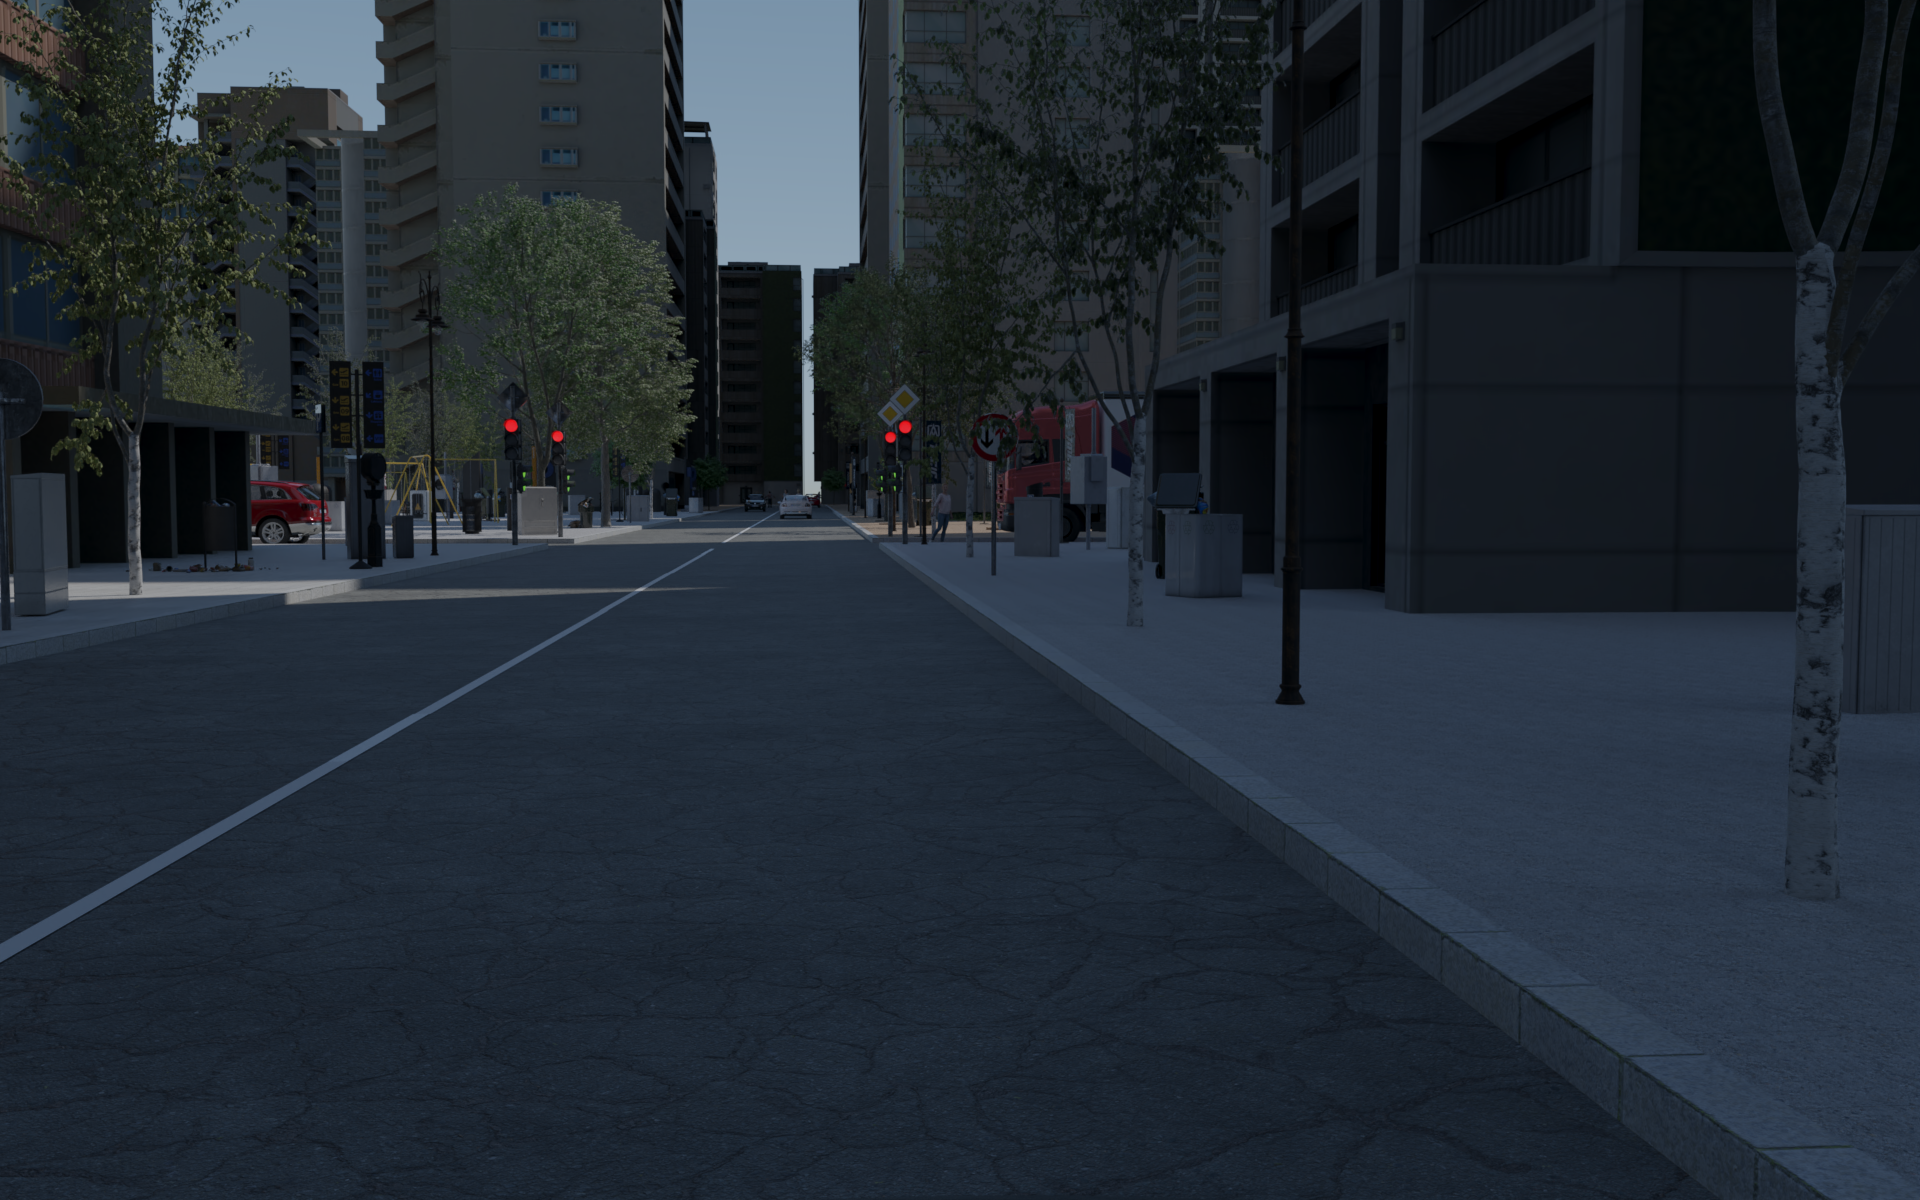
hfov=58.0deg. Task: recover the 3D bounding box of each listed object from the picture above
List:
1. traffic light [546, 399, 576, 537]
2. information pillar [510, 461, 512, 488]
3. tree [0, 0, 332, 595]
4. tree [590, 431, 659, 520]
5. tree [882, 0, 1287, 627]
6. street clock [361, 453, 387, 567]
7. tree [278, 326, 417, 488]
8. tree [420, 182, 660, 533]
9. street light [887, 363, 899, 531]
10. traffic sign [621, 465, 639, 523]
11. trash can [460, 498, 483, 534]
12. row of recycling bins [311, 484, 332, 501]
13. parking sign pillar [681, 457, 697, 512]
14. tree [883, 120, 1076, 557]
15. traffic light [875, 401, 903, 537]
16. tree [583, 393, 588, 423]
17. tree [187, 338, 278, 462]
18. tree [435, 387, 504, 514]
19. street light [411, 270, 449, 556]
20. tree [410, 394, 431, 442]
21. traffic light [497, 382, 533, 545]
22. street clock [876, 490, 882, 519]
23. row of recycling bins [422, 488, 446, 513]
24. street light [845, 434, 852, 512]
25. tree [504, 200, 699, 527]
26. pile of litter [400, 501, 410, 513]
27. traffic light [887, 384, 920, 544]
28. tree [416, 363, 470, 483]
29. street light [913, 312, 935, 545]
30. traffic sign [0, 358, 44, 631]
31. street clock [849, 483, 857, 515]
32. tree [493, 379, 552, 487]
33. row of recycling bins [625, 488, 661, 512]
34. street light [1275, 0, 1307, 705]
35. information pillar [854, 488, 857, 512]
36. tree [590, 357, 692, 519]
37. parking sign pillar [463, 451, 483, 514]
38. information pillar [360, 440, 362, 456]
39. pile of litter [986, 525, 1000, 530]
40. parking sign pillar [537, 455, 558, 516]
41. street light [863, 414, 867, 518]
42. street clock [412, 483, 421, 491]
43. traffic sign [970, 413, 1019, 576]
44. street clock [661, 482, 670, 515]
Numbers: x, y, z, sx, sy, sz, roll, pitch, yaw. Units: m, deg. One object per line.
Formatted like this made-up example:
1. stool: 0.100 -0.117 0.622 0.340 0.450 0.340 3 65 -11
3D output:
1. traffic light: -11.845 -3.816 51.316 0.839 4.253 0.868 0 4 -5
2. information pillar: -32.228 -8.131 124.304 0.183 3.616 0.504 -1 4 -21
3. tree: -10.437 -4.383 22.022 4.737 8.622 4.395 0 3 0
4. tree: -16.348 -6.182 84.782 4.285 4.588 4.351 0 3 0
5. tree: 1.596 -4.062 16.784 4.360 8.622 3.978 0 3 0
6. street clock: -10.290 -1.580 30.406 0.358 2.002 0.471 1 4 17
7. tree: -26.628 -7.653 75.488 4.360 8.622 3.978 0 3 0
8. tree: -13.805 -8.040 57.205 9.928 11.665 9.643 0 3 0
9. street light: -2.260 -5.299 59.424 0.468 5.910 1.993 0 4 -5
10. traffic sign: -14.522 -4.657 76.255 0.768 2.556 0.104 0 4 -1
11. trash can: -15.698 -2.694 55.694 0.748 1.137 0.748 0 3 0
12. row of recycling bins: -26.045 -3.863 70.279 1.069 1.692 3.534 -1 4 -17
13. parking sign pillar: -19.571 -8.400 125.814 1.447 3.967 1.447 1 4 14
14. tree: 0.269 -5.185 35.136 4.737 8.622 4.395 0 3 0
15. traffic light: -2.122 -3.869 52.176 0.839 4.253 0.868 0 4 -5
16. tree: -19.273 -9.032 98.030 4.737 8.622 4.395 0 3 0
17. tree: -34.166 -8.024 81.560 4.360 8.622 3.978 0 3 0
18. tree: -33.138 -10.023 114.244 4.737 8.622 4.395 0 3 0
19. street light: -10.970 -3.865 35.985 0.468 5.910 1.993 0 4 -5
20. tree: -35.645 -9.618 107.618 4.737 8.622 4.395 0 3 0
21. traffic light: -11.152 -3.330 43.361 0.839 4.253 0.868 0 4 -5
22. street clock: -4.232 -5.270 90.732 0.471 2.002 0.358 -1 4 -21
23. row of recycling bins: -36.768 -6.980 121.239 1.069 1.692 3.534 0 4 0
24. street light: -8.155 -9.415 126.730 0.468 5.910 1.993 0 4 -5
25. tree: -14.300 -9.146 67.658 7.486 12.596 7.792 0 3 0
26. pile of litter: -36.905 -6.234 115.887 1.719 0.858 1.176 1 4 22
27. traffic light: -1.428 -3.382 44.220 0.839 4.253 0.868 0 4 -5
28. tree: -30.007 -9.047 98.277 4.360 8.622 3.978 0 3 0
29. street light: -0.908 -4.349 43.900 0.468 5.910 1.993 0 4 -5
30. traffic sign: -8.982 -0.987 16.236 0.768 2.556 0.104 0 4 -5
31. street clock: -6.529 -6.201 105.954 0.471 2.002 0.358 0 3 0
32. tree: -26.507 -9.552 106.537 4.360 8.622 3.978 0 3 0
33. row of recycling bins: -22.793 -7.155 124.098 3.534 1.692 1.069 3 4 37
34. street light: 2.023 -2.302 10.433 0.468 5.910 1.993 0 4 -5
35. information pillar: -7.338 -7.128 121.029 0.304 2.012 0.304 0 4 5
36. tree: -16.123 -8.578 90.612 4.737 8.622 4.395 0 3 0
37. parking sign pillar: -30.915 -7.431 109.972 1.447 3.967 1.447 2 4 24
38. information pillar: -23.283 -4.639 67.196 0.183 3.616 0.504 -2 4 -31
39. pile of litter: 1.645 -2.916 61.644 1.176 0.858 1.719 -2 4 -30
40. parking sign pillar: -24.285 -6.894 101.192 1.447 3.967 1.447 -2 4 -24
41. street light: -5.085 -7.344 92.856 0.468 5.910 1.993 0 4 -5
42. street clock: -32.163 -5.987 102.451 0.471 2.002 0.358 0 4 -3
43. traffic sign: 0.533 -1.659 27.237 0.768 2.556 0.104 0 4 -3
44. street clock: -17.849 -6.141 104.973 0.471 2.002 0.358 -2 4 -32
